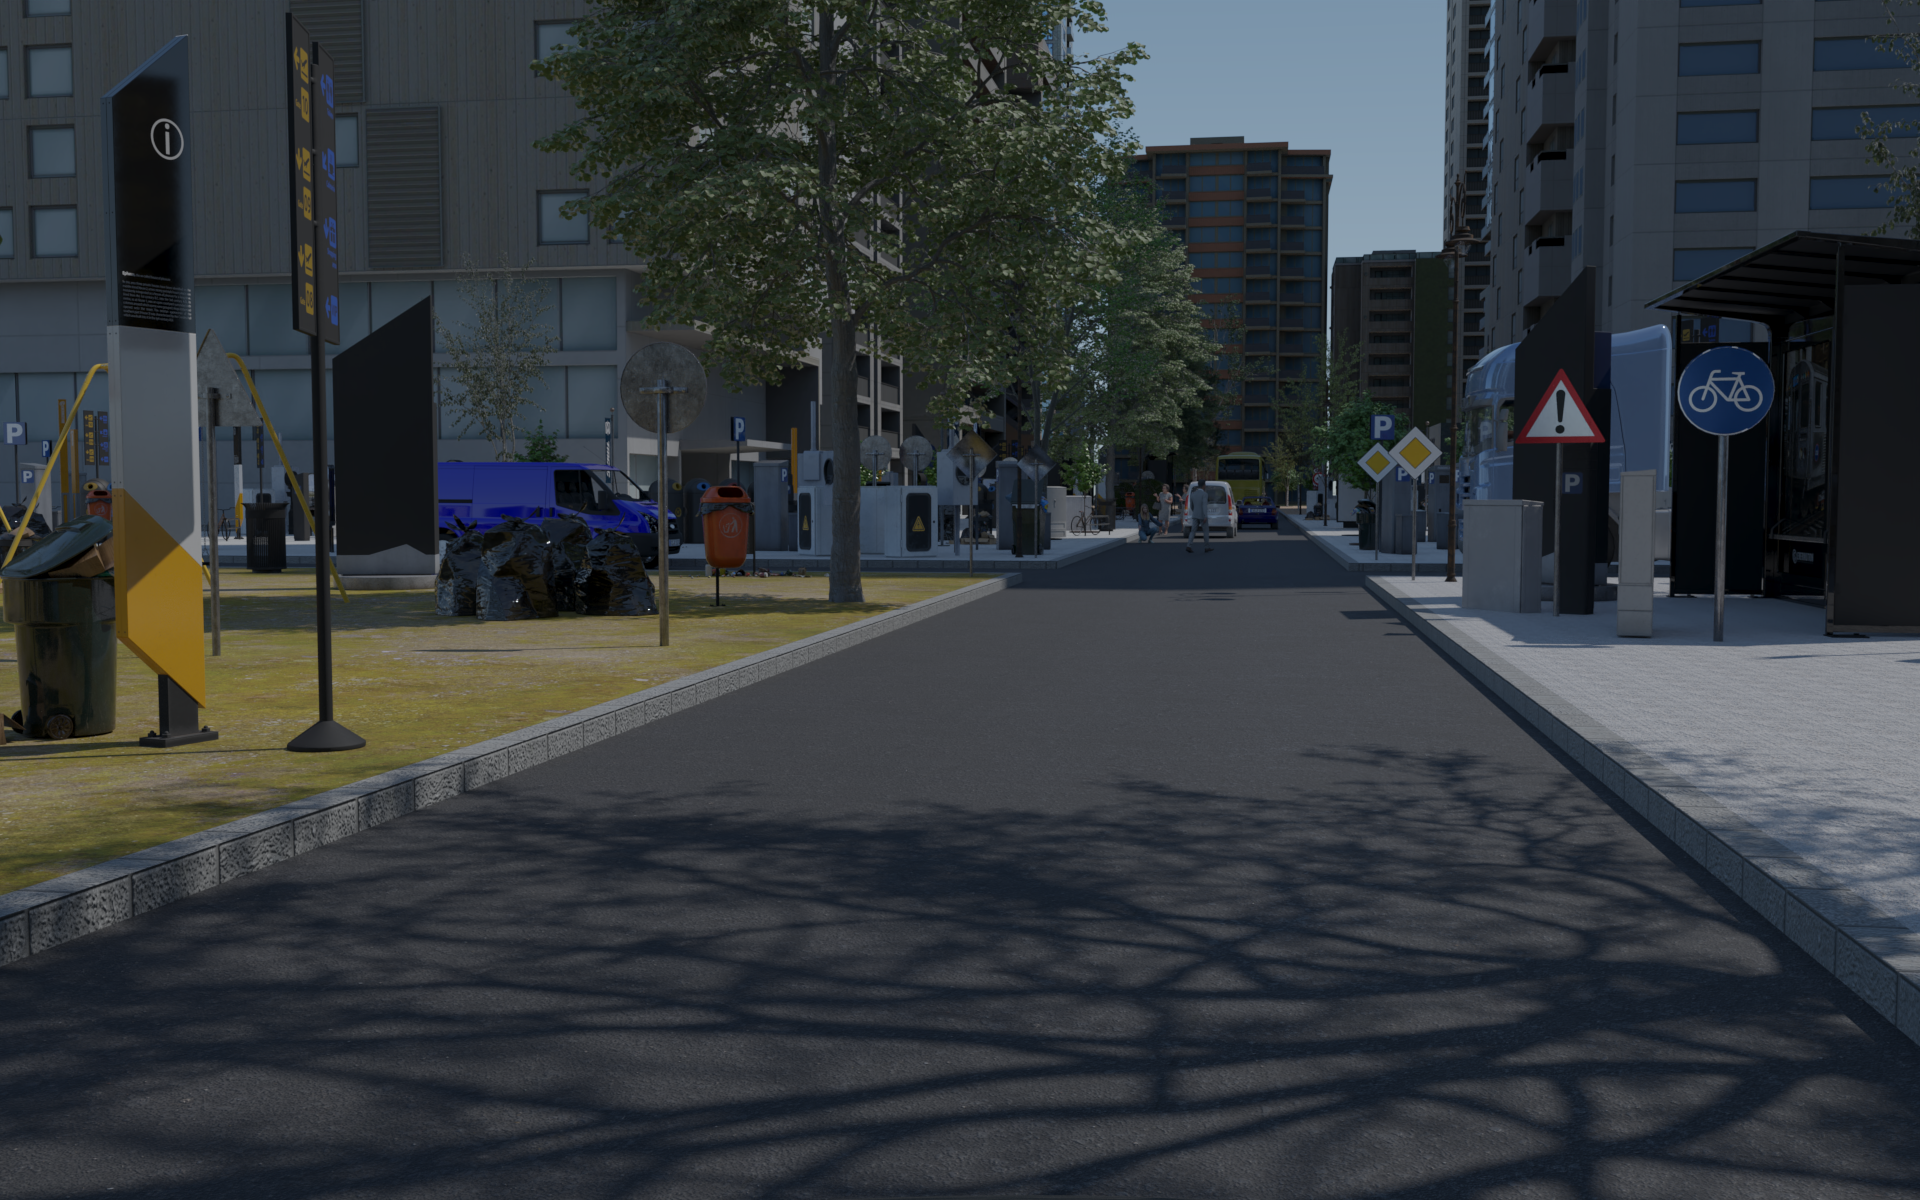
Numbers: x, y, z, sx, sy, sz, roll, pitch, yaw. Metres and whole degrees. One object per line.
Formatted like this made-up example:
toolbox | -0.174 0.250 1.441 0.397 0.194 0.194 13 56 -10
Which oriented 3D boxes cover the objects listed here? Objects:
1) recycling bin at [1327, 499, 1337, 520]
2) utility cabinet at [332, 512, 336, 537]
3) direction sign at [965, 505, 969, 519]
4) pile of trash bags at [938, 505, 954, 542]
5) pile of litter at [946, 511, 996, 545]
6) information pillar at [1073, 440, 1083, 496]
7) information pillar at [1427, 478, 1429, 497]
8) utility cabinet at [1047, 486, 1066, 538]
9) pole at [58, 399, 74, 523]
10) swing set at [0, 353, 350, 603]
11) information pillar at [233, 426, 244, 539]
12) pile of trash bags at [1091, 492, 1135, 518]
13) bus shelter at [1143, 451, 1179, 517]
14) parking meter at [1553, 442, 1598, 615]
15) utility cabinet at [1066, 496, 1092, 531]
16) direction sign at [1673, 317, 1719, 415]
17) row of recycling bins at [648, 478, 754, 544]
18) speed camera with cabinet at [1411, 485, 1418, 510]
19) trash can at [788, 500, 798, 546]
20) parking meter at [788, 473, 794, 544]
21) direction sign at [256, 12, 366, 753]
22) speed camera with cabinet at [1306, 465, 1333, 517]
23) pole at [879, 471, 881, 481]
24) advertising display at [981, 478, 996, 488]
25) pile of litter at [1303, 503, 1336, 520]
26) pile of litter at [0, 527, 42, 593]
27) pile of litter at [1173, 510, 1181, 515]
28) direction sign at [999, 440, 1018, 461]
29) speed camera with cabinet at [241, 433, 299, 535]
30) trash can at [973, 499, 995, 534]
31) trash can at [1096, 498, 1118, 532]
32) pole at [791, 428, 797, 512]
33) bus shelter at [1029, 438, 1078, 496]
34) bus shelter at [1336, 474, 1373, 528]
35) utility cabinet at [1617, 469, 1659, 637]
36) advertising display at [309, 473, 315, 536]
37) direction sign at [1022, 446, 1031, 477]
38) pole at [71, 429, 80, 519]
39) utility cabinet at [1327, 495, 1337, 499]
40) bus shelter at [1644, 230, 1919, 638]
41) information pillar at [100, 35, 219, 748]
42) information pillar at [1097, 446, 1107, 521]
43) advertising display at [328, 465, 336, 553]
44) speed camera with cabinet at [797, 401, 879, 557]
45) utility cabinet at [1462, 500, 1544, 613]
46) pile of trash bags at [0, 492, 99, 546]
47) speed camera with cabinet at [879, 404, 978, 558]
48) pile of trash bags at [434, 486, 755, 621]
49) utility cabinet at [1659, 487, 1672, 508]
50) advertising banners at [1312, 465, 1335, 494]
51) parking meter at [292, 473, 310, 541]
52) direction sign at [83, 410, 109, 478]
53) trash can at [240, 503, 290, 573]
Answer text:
recycling bin | 18.772 -4.551 86.959 0.722 1.027 0.722 2 4 28
utility cabinet | -18.500 -2.642 51.882 0.318 1.500 1.173 2 4 24
direction sign | 0.441 -6.041 90.763 0.379 3.537 0.876 -1 4 -12
pile of trash bags | -1.007 -2.330 47.841 1.912 1.369 3.447 0 4 -8
pile of litter | 0.473 -1.851 44.226 1.719 0.858 1.176 3 4 37
information pillar | 4.790 -4.819 70.143 0.504 3.616 0.183 -3 5 -43
information pillar | 21.176 -4.505 78.152 0.304 2.012 0.304 1 4 22
utility cabinet | 2.588 -2.543 50.260 1.173 1.500 0.318 -3 5 -44
pole | -19.302 -2.660 37.326 0.158 3.312 0.155 0 3 0
swing set | -9.098 -1.369 20.005 3.119 2.851 2.862 3 4 36
information pillar | -20.449 -3.529 49.058 0.183 3.616 0.504 -3 4 -38
pile of trash bags | 7.752 -5.023 91.877 3.447 1.369 1.912 2 4 28
bus shelter | 11.422 -6.539 98.197 1.731 3.624 6.357 1 4 10
parking meter | 6.568 -0.783 18.521 0.399 1.863 0.255 3 5 40
utility cabinet | 4.094 -3.033 60.753 1.020 1.237 0.306 -1 4 -19
direction sign | 9.506 -1.862 22.442 0.379 3.537 0.876 -1 4 -12
row of recycling bins | -6.386 -2.320 45.052 3.534 1.692 1.069 -2 4 -29
speed camera with cabinet | 18.677 -4.770 72.327 0.660 3.252 2.038 2 4 24
trash can | -3.767 -1.801 41.102 0.748 1.137 0.748 0 3 0
parking meter | -4.365 -2.290 43.154 0.399 1.863 0.255 -3 4 -37
direction sign | -3.209 -1.020 8.669 0.379 3.537 0.876 0 4 -8
speed camera with cabinet | 18.637 -5.828 89.617 0.660 3.252 2.038 3 4 37
pole | -3.059 -4.361 65.149 0.158 3.312 0.155 0 3 0
advertising display | 1.307 -3.949 69.775 0.974 1.923 0.123 -2 4 -25
pile of litter | 17.648 -4.337 84.872 1.719 0.858 1.176 1 4 10
pile of litter | -12.442 -0.533 22.678 1.719 0.858 1.176 1 4 11
pile of litter | 13.304 -5.790 108.637 1.176 0.858 1.719 1 4 20
direction sign | 2.051 -4.920 72.442 0.876 3.537 0.379 0 4 2
speed camera with cabinet | -22.026 -3.727 55.277 0.660 3.252 2.038 1 4 23
trash can | 0.577 -2.162 46.994 0.748 1.137 0.748 0 3 0
trash can | 5.042 -2.927 59.502 0.748 1.137 0.748 0 3 0
pole | -5.125 -3.653 53.573 0.158 3.312 0.155 0 3 0
bus shelter | 4.174 -5.063 74.059 1.731 3.624 6.357 1 4 9
bus shelter | 14.624 -4.226 63.025 2.014 3.302 5.546 1 4 10
utility cabinet | 6.205 -0.442 15.902 0.318 1.500 1.173 1 4 22
advertising display | -19.423 -2.917 52.899 0.974 1.923 0.123 0 4 1
direction sign | 3.070 -5.438 80.906 0.876 3.537 0.379 0 4 3
pole | -27.884 -3.716 54.601 0.158 3.312 0.155 0 3 0
utility cabinet | 21.286 -5.340 98.462 1.020 1.237 0.306 2 4 30
bus shelter | 8.806 -1.657 18.382 1.731 3.624 6.357 1 4 10
information pillar | -4.059 -1.064 8.748 0.183 3.616 0.504 2 4 24
information pillar | 6.423 -5.298 77.977 0.504 3.616 0.183 -2 4 -31
advertising display | -13.990 -2.023 38.295 0.123 1.923 0.974 -2 4 -33
speed camera with cabinet | -2.421 -2.613 37.053 2.038 3.252 0.660 1 4 16
utility cabinet | 5.977 -0.485 19.099 0.306 1.237 1.020 -1 4 -21
pile of trash bags | -21.226 -1.827 39.631 3.447 1.369 1.912 -3 4 -37
speed camera with cabinet | -0.576 -2.506 35.303 2.038 3.252 0.660 -3 5 -40
pile of trash bags | -3.880 -0.558 18.870 3.447 1.369 1.912 -2 4 -29
utility cabinet | 22.686 -2.872 55.643 0.318 1.500 1.173 -1 4 -21
advertising banners | 21.740 -6.485 102.225 2.074 3.025 0.090 1 4 21
parking meter | -18.007 -2.545 47.318 0.399 1.863 0.255 1 4 19
direction sign | -23.514 -3.377 47.212 0.379 3.537 0.876 1 4 15
trash can | -11.305 -1.013 28.215 0.748 1.137 0.748 0 3 0
